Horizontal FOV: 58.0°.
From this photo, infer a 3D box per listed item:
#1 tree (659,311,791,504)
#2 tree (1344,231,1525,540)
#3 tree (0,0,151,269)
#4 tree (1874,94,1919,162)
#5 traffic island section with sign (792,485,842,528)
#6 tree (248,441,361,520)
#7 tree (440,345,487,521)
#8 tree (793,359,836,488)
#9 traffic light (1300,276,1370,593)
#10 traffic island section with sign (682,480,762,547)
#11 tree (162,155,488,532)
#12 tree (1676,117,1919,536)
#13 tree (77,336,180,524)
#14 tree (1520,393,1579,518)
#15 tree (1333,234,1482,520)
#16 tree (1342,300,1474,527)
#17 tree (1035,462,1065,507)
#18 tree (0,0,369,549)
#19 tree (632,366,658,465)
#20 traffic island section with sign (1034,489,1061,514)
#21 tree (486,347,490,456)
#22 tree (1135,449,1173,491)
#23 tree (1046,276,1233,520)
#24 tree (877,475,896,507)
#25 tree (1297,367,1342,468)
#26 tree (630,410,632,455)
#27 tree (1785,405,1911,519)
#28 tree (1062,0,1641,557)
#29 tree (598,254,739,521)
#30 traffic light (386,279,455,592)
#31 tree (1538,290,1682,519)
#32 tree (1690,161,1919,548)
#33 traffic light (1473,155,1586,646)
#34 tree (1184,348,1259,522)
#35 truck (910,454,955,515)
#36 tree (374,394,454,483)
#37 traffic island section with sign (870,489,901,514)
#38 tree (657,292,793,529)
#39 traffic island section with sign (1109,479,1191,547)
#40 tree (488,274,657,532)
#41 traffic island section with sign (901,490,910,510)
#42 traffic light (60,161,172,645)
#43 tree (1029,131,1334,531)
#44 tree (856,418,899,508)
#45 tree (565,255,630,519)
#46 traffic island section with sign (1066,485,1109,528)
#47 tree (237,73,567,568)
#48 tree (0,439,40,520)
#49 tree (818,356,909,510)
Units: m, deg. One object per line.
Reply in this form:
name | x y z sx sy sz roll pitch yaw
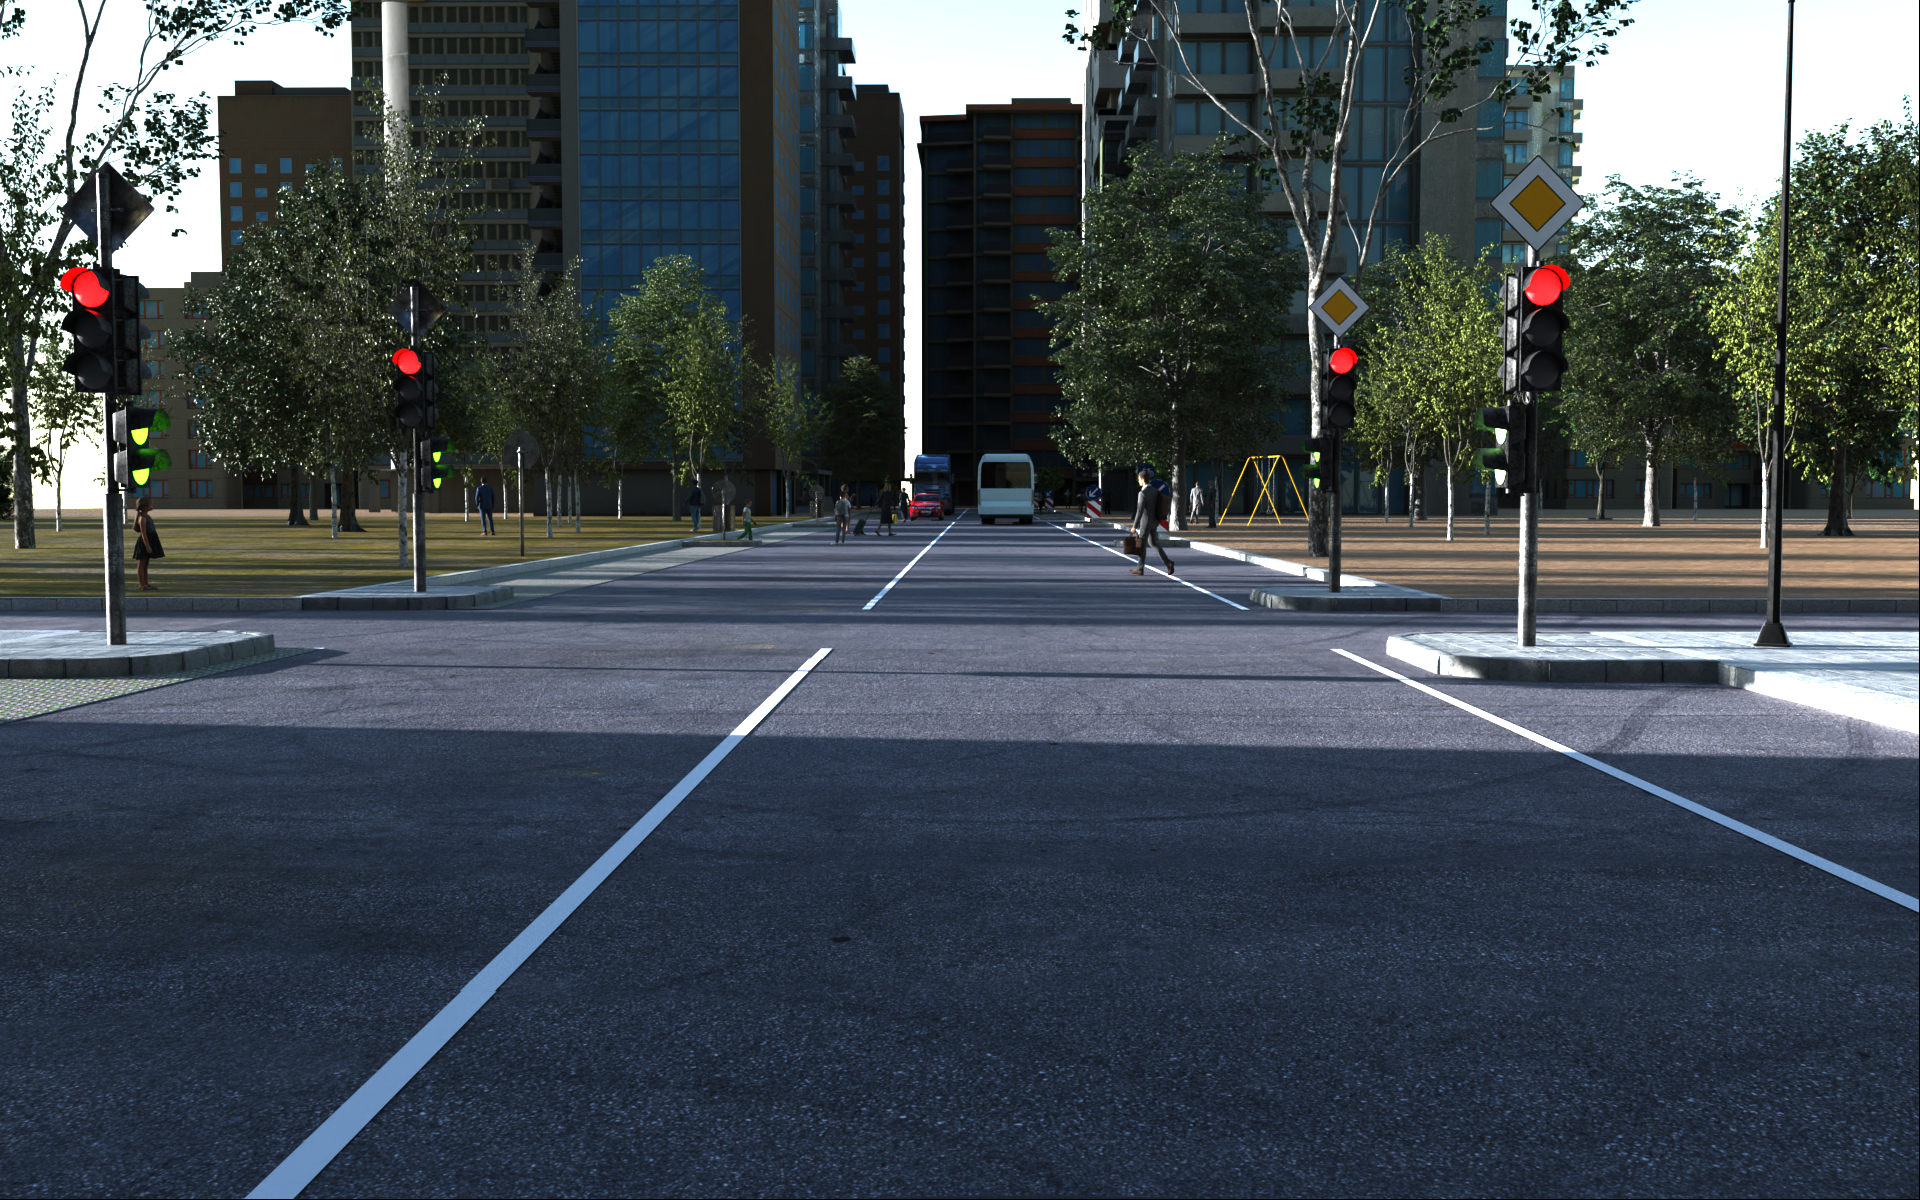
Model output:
tree | -9.243 -7.332 70.245 4.360 8.622 3.978 0 3 0
tree | 13.559 -5.964 47.876 4.737 8.622 4.395 0 3 0
tree | -14.321 -4.560 24.923 4.737 8.622 4.395 0 3 0
tree | 18.367 -4.996 32.047 4.737 8.622 4.395 0 3 0
traffic island section with sign | -6.119 -4.026 74.448 1.989 1.847 2.006 0 4 1
tree | -31.980 -10.176 84.501 7.486 12.596 7.792 0 3 0
tree | -23.395 -8.004 81.224 4.737 8.622 4.395 0 3 0
tree | -8.937 -8.590 90.809 4.737 8.622 4.395 0 3 0
traffic light | 4.879 -2.055 22.522 0.839 4.253 0.868 0 4 1
traffic island section with sign | -6.465 -2.371 47.395 1.989 1.847 2.006 0 4 1
tree | -20.788 -8.674 58.836 9.611 12.733 9.660 0 3 0
tree | 27.046 -8.311 52.886 9.611 12.733 9.660 0 3 0
tree | -36.307 -7.644 75.339 4.360 8.622 3.978 0 3 0
tree | 31.722 -8.804 94.300 4.360 8.622 3.978 0 3 0
tree | 22.445 -10.872 84.414 9.857 13.997 8.962 0 3 0
tree | 17.661 -7.114 66.684 4.360 8.622 3.978 0 3 0
tree | 9.032 -11.703 175.059 4.285 4.588 4.351 0 3 0
tree | -20.746 -11.238 39.627 12.611 20.169 13.585 0 3 0
tree | -17.740 -8.590 90.810 4.360 8.622 3.978 0 3 0
traffic island section with sign | 6.265 -7.080 124.381 1.989 1.847 2.006 0 4 1
tree | -16.625 -7.469 72.484 4.737 8.622 4.395 0 3 0
tree | 8.083 -4.794 72.980 1.663 3.219 1.824 0 3 0
tree | 9.061 -10.386 86.815 9.611 12.733 9.660 0 3 0
tree | -7.276 -10.961 173.817 1.663 3.219 1.824 0 3 0
tree | 20.300 -8.849 95.049 4.360 8.622 3.978 0 3 0
tree | -15.641 -7.126 66.868 4.360 8.622 3.978 0 3 0
tree | 52.793 -7.503 85.584 20.602 7.101 11.467 0 4 1
tree | 6.694 -10.872 33.652 12.611 20.169 13.585 0 3 0
tree | -13.861 -10.044 82.353 7.486 12.596 7.792 0 3 0
traffic light | -7.081 -2.064 22.663 0.839 4.253 0.868 0 4 1
tree | 32.480 -9.896 87.549 9.928 11.665 9.643 0 3 0
tree | 19.367 -5.546 41.035 4.737 8.622 4.395 0 3 0
traffic light | 4.774 -1.567 14.538 0.839 4.253 0.868 0 4 1
tree | 11.731 -7.859 78.853 4.360 8.622 3.978 0 3 0
truck | -1.736 -8.153 123.066 2.967 4.110 18.799 0 4 1
tree | -30.641 -9.755 93.913 8.767 10.594 7.601 1 4 11
traffic island section with sign | -5.447 -7.094 124.618 1.989 1.847 2.006 0 4 1
tree | -9.573 -6.963 64.199 4.737 8.622 4.395 0 3 0
traffic island section with sign | 5.259 -2.389 47.694 1.989 1.847 2.006 0 4 1
tree | -12.770 -6.561 57.635 4.737 8.622 4.395 0 3 0
traffic island section with sign | -5.091 -8.762 151.882 1.989 1.847 2.006 0 4 1
traffic light | -7.187 -1.575 14.679 0.839 4.253 0.868 0 4 1
tree | 7.583 -9.414 60.569 9.857 13.997 8.962 0 3 0
tree | -7.539 -12.725 158.416 4.737 8.622 4.395 0 3 0
tree | -11.916 -6.091 49.958 4.360 8.622 3.978 0 3 0
traffic island section with sign | 5.604 -4.039 74.664 1.989 1.847 2.006 0 4 1
tree | -9.934 -4.882 30.177 4.360 8.622 3.978 0 3 0
tree | -55.989 -11.240 85.603 18.604 14.587 13.155 1 4 12
tree | -7.931 -13.709 142.271 7.486 12.596 7.792 0 3 0
